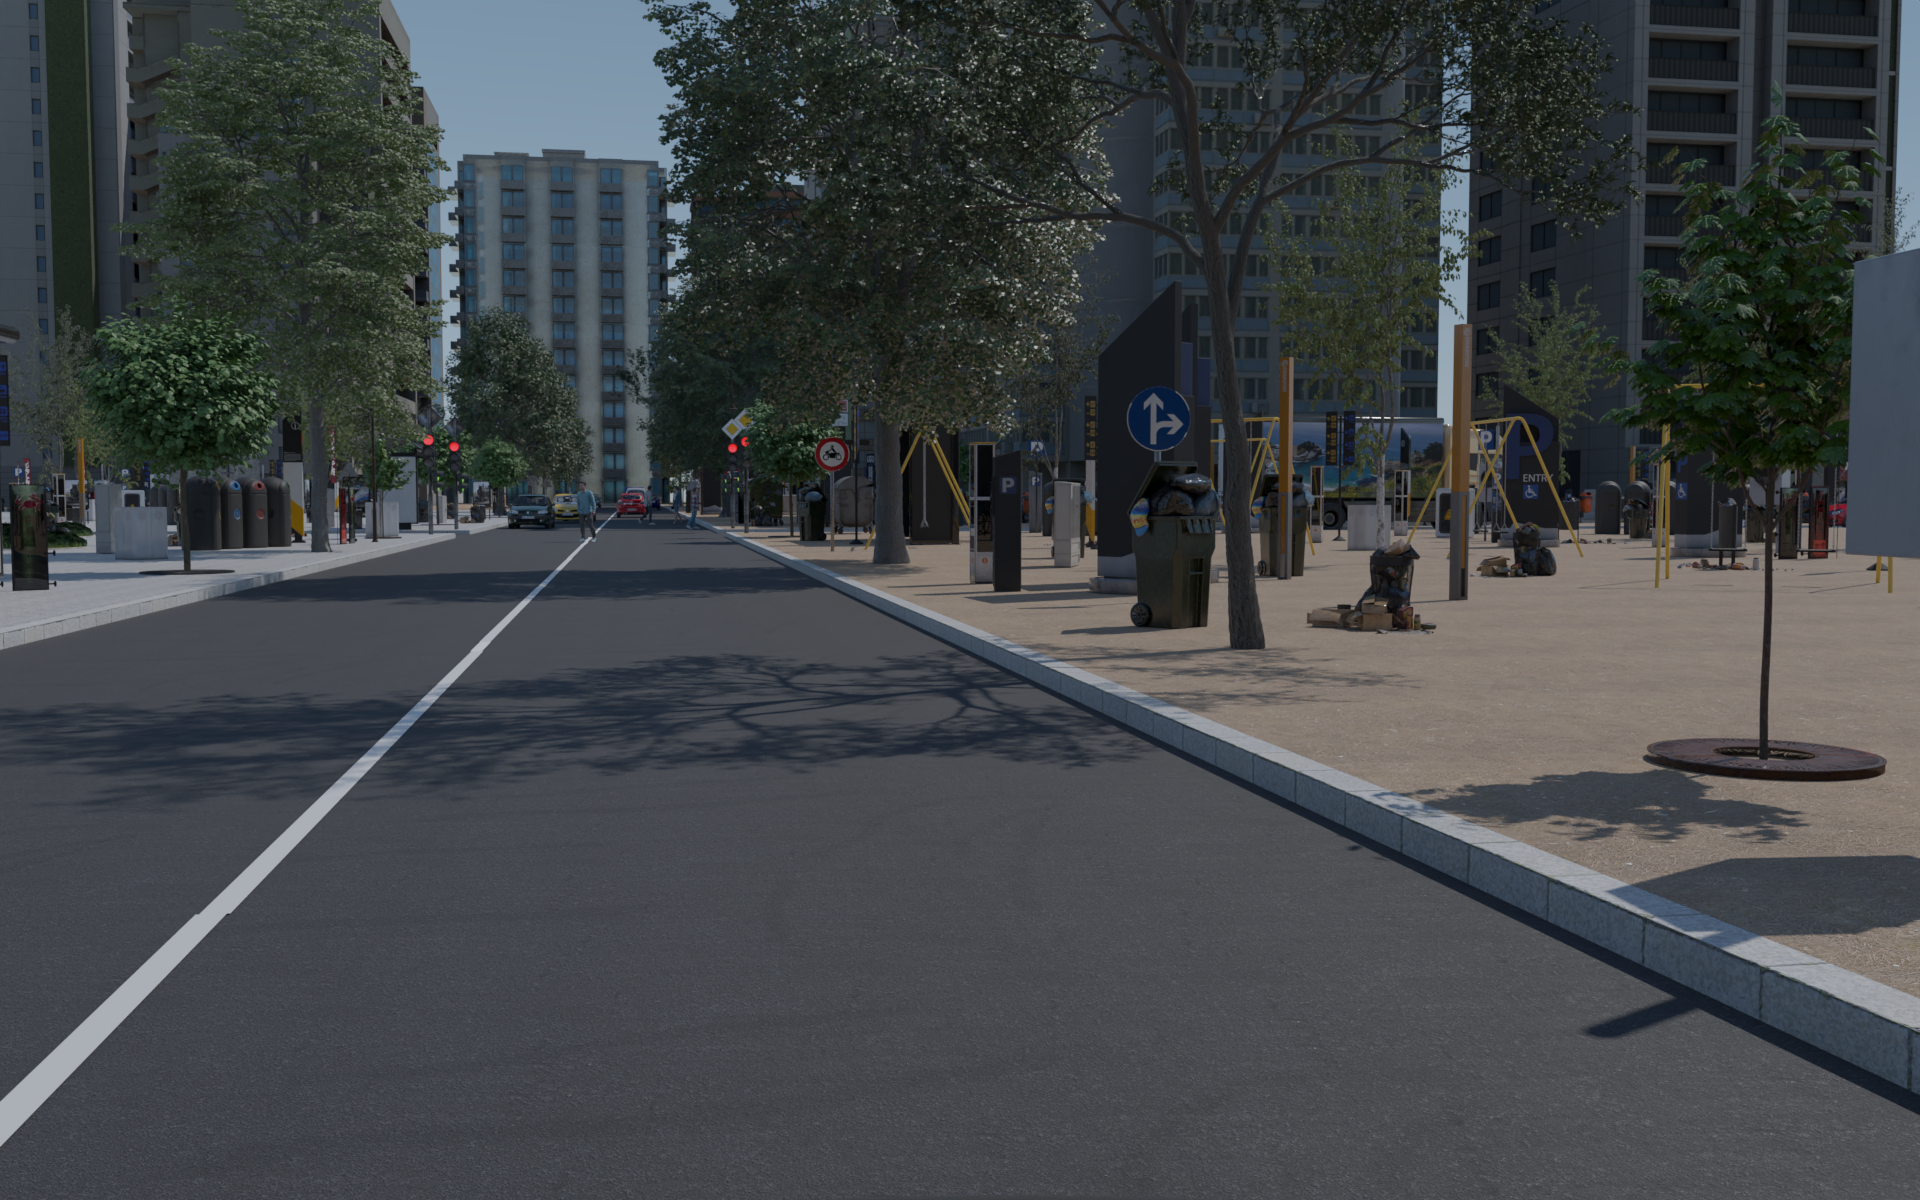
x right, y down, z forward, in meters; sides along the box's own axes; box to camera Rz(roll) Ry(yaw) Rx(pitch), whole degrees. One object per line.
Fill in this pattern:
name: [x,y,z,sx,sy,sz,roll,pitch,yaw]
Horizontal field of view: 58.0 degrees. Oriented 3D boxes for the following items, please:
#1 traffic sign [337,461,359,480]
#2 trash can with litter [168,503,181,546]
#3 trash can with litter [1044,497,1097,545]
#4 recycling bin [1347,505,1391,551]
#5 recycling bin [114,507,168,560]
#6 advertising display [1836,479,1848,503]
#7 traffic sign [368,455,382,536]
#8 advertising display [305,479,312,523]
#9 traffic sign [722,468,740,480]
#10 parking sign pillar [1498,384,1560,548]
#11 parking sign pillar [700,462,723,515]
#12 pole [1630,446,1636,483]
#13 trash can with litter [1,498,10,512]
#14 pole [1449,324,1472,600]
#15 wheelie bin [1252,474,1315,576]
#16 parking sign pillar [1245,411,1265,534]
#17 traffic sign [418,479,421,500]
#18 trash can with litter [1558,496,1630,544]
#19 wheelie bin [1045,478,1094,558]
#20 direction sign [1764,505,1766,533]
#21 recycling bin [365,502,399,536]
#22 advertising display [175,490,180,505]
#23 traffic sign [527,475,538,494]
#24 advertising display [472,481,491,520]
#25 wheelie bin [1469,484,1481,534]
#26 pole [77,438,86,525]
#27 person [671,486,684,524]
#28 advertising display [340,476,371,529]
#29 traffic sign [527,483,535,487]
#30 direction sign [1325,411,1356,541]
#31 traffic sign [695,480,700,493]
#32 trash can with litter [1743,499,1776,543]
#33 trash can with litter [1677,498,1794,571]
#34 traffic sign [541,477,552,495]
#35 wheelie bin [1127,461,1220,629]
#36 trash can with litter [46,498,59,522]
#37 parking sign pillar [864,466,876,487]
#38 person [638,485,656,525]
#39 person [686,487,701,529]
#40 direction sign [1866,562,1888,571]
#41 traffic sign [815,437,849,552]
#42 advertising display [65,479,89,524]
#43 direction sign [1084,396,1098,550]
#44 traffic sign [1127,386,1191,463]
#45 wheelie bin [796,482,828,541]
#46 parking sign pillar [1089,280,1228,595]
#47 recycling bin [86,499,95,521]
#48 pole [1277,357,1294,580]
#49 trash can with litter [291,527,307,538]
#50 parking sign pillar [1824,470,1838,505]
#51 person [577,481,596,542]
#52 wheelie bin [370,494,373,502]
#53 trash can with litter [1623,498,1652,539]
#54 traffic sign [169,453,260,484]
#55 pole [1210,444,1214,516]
traffic sign: [-23.840,-4.133,67.581,0.884,2.594,0.081,-1,4,-10]
trash can with litter: [-19.197,-1.909,42.600,1.055,1.170,0.624,2,4,33]
trash can with litter: [3.128,-1.991,43.617,2.233,1.210,1.678,-1,4,-13]
recycling bin: [9.368,-1.658,39.663,0.722,1.027,0.722,-1,4,-23]
recycling bin: [-16.099,-1.314,34.043,0.722,1.027,0.722,2,4,33]
advertising display: [37.076,-4.135,72.821,0.123,1.923,0.974,0,4,6]
traffic sign: [-17.049,-3.106,50.892,0.768,2.556,0.104,0,4,-6]
advertising display: [-28.871,-4.376,76.766,0.123,1.923,0.974,-2,4,-32]
traffic sign: [-8.801,-4.108,67.175,0.884,2.594,0.081,0,4,-3]
parking sign pillar: [13.838,-3.275,42.018,1.447,3.967,1.447,1,4,14]
parking sign pillar: [-15.483,-7.308,107.965,1.447,3.967,1.447,1,4,9]
pole: [28.535,-4.873,73.512,0.158,3.312,0.155,0,3,0]
trash can with litter: [-69.239,-6.977,125.459,1.055,1.170,0.624,-2,4,-35]
pole: [6.039,-1.654,20.890,0.158,3.312,0.155,0,3,0]
wheelie bin: [5.089,-1.176,27.128,0.980,1.594,0.693,-1,4,-9]
parking sign pillar: [9.305,-4.178,56.788,1.447,3.967,1.447,2,4,24]
traffic sign: [-26.889,-5.246,85.870,0.768,2.556,0.104,0,4,-2]
trash can with litter: [16.155,-2.071,44.911,2.233,1.210,1.678,2,4,33]
wheelie bin: [2.220,-1.643,34.775,0.980,1.594,0.693,0,4,-7]
direction sign: [26.455,-3.962,56.773,0.379,3.537,0.876,-1,4,-17]
recycling bin: [-17.577,-2.454,52.670,0.722,1.027,0.722,3,4,38]
advertising display: [-24.196,-2.989,54.078,0.123,1.923,0.974,0,4,3]
traffic sign: [-28.819,-7.139,116.825,0.768,2.556,0.104,0,4,-5]
advertising display: [-23.907,-4.978,86.596,0.974,1.923,0.123,1,4,17]
wheelie bin: [16.434,-2.933,55.856,0.980,1.594,0.693,-3,5,-40]
pole: [-32.213,-4.261,63.515,0.158,3.312,0.155,0,3,0]
person: [-13.397,-4.506,82.202,0.654,1.822,0.581,-2,4,-27]
advertising display: [-22.073,-3.556,63.358,0.974,1.923,0.123,0,4,-3]
traffic sign: [-33.290,-8.233,134.719,0.768,2.556,0.104,0,4,-2]
direction sign: [10.393,-3.386,47.364,0.876,3.537,0.379,3,5,40]
traffic sign: [-17.976,-7.182,119.554,0.606,2.300,0.079,0,4,-6]
trash can with litter: [21.138,-2.091,45.567,1.055,1.170,0.624,0,4,3]
trash can with litter: [13.206,-1.154,29.922,1.678,1.210,2.233,0,4,1]
traffic sign: [-31.610,-8.094,132.334,0.884,2.594,0.081,0,4,-5]
wheelie bin: [2.097,-0.540,16.744,0.980,1.594,0.693,-3,5,-43]
trash can with litter: [-32.251,-3.083,61.789,0.624,1.170,1.055,3,4,39]
parking sign pillar: [-6.361,-8.256,123.464,1.447,3.967,1.447,-2,4,-30]
person: [-14.652,-4.445,81.027,0.795,1.843,0.661,-2,4,-30]
person: [-10.975,-3.793,71.360,0.643,1.720,0.563,-1,4,-10]
direction sign: [15.431,-2.262,28.982,0.379,3.537,0.876,3,4,36]
traffic sign: [-2.849,-2.356,38.628,0.768,2.556,0.104,0,4,-7]
advertising display: [-38.105,-4.250,74.705,0.974,1.923,0.123,-1,4,-15]
direction sign: [3.214,-2.943,40.121,0.876,3.537,0.379,-3,4,-38]
traffic sign: [2.335,-1.247,20.499,0.768,2.556,0.104,0,4,-7]
wheelie bin: [-4.051,-2.414,47.373,0.693,1.594,0.980,-3,4,-38]
parking sign pillar: [2.412,-2.084,22.552,1.447,3.967,1.447,-3,5,-43]
recycling bin: [-41.036,-4.228,81.686,0.722,1.027,0.722,0,4,8]
pole: [4.872,-1.961,25.913,0.158,3.312,0.155,0,3,0]
trash can with litter: [-20.160,-2.495,51.846,1.678,1.210,2.233,-1,4,-14]
parking sign pillar: [40.908,-5.684,81.400,1.447,3.967,1.447,1,4,20]
person: [-11.166,-2.651,51.869,0.660,1.820,0.620,1,4,15]
wheelie bin: [-24.716,-3.995,73.219,0.980,1.594,0.693,-2,4,-24]
trash can with litter: [19.583,-2.338,49.615,1.055,1.170,0.624,-1,4,-21]
traffic sign: [-19.025,-3.078,44.195,2.265,3.308,0.079,0,4,-3]
pole: [10.184,-4.666,70.139,0.158,3.312,0.155,0,3,0]
